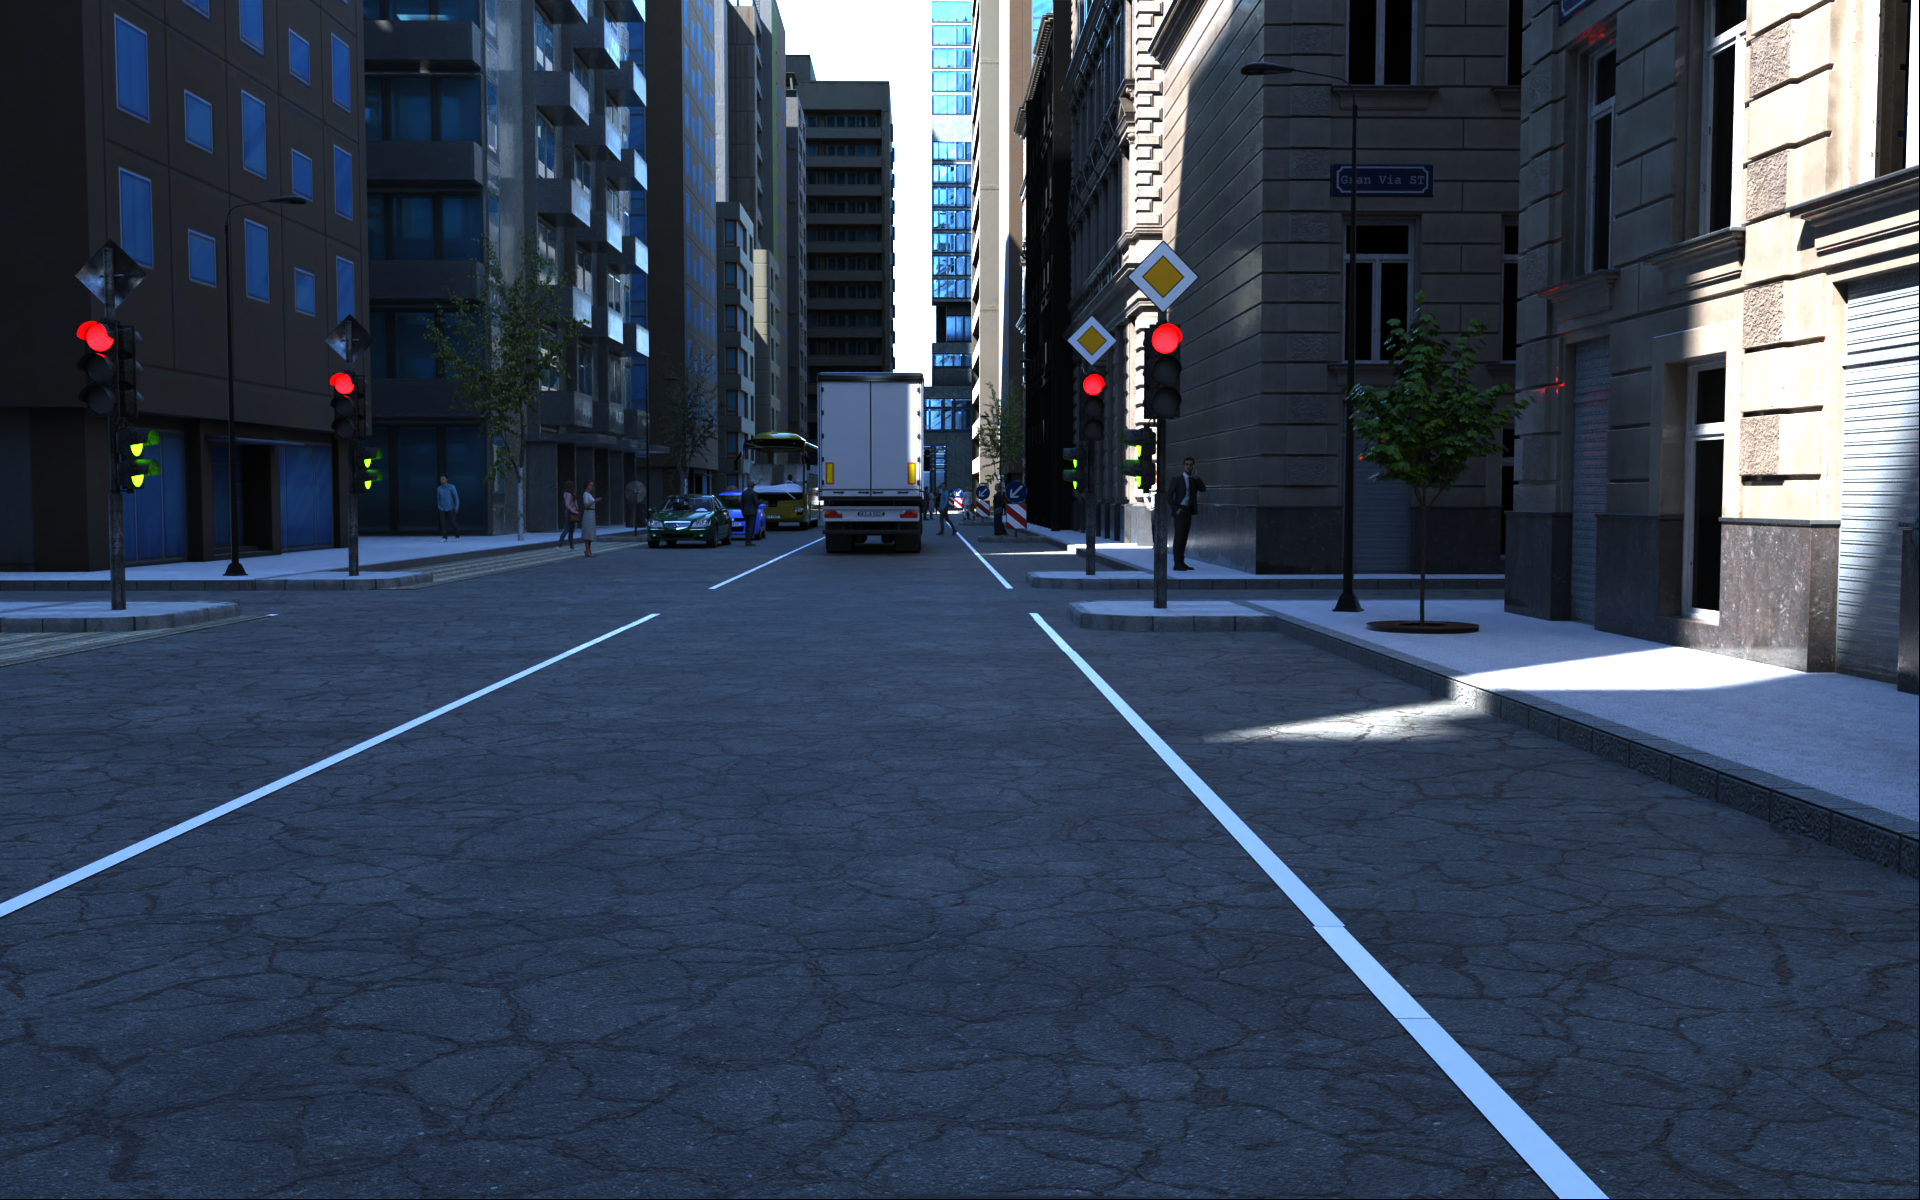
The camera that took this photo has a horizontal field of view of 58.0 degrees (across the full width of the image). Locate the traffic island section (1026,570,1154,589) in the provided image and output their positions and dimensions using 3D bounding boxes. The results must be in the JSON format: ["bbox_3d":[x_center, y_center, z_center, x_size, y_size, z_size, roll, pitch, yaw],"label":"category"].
[{"bbox_3d":[2.093,-0.318,27.484,2.009,0.180,2.903,0,4,-1],"label":"traffic island section"}]

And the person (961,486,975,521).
[{"bbox_3d":[0.437,-5.129,92.240,0.818,1.842,0.514,3,4,37],"label":"person"}]

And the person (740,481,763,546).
[{"bbox_3d":[-5.796,-2.425,48.320,0.661,1.801,0.590,2,4,33],"label":"person"}]

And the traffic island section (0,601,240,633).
[{"bbox_3d":[-9.362,0.186,19.241,2.009,0.180,2.903,0,4,-1],"label":"traffic island section"}]

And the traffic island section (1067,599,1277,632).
[{"bbox_3d":[2.276,0.170,19.501,2.009,0.180,2.903,0,4,-1],"label":"traffic island section"}]

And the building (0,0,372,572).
[{"bbox_3d":[-21.041,-23.459,33.671,14.600,45.320,14.200,0,4,-1],"label":"building"}]

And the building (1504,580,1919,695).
[{"bbox_3d":[11.846,-12.772,6.084,12.463,27.353,25.104,0,4,-1],"label":"building"}]

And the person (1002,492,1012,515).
[{"bbox_3d":[2.726,-5.988,107.213,1.065,1.426,0.557,3,4,37],"label":"person"}]

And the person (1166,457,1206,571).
[{"bbox_3d":[3.823,-1.456,29.215,0.648,1.900,0.474,-3,5,-42],"label":"person"}]

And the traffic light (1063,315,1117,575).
[{"bbox_3d":[2.053,-2.352,27.370,0.839,4.253,0.868,0,4,-1],"label":"traffic light"}]

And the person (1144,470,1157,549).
[{"bbox_3d":[4.656,-2.133,40.760,0.661,1.843,0.795,0,4,6],"label":"person"}]

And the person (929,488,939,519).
[{"bbox_3d":[-1.529,-5.482,98.698,0.524,1.755,0.480,-1,4,-23],"label":"person"}]

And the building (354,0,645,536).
[{"bbox_3d":[-24.073,-27.172,63.875,23.786,49.044,30.456,0,4,-1],"label":"building"}]

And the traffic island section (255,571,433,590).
[{"bbox_3d":[-9.545,-0.302,27.224,2.009,0.180,2.903,0,4,-1],"label":"traffic island section"}]

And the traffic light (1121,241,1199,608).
[{"bbox_3d":[2.236,-1.863,19.387,0.839,4.253,0.868,0,4,-1],"label":"traffic light"}]

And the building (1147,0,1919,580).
[{"bbox_3d":[16.692,-14.396,32.642,25.104,27.353,12.463,0,4,-1],"label":"building"}]

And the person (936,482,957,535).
[{"bbox_3d":[-0.475,-3.169,60.174,0.748,1.841,0.638,0,4,5],"label":"person"}]

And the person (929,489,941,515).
[{"bbox_3d":[-1.577,-6.866,121.282,1.217,1.766,0.721,1,4,21],"label":"person"}]

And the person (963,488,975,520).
[{"bbox_3d":[0.493,-5.326,96.069,0.515,1.767,0.782,-1,4,-18],"label":"person"}]

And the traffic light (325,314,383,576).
[{"bbox_3d":[-9.505,-2.335,27.090,0.839,4.253,0.868,0,4,-1],"label":"traffic light"}]

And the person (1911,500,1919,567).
[{"bbox_3d":[4.526,-0.082,7.368,0.794,1.824,0.713,0,4,-5],"label":"person"}]

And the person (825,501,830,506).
[{"bbox_3d":[-8.762,-6.306,114.829,0.421,1.427,0.697,3,4,37],"label":"person"}]

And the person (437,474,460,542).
[{"bbox_3d":[-13.592,-2.448,46.094,0.660,1.820,0.620,1,4,11],"label":"person"}]

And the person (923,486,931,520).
[{"bbox_3d":[-1.813,-5.289,94.785,0.447,1.846,0.655,1,4,10],"label":"person"}]

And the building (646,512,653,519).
[{"bbox_3d":[-21.084,-27.170,94.336,14.600,45.320,14.200,0,4,-1],"label":"building"}]

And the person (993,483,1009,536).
[{"bbox_3d":[1.248,-2.785,54.453,0.534,1.772,0.576,-1,4,-21],"label":"person"}]

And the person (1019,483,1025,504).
[{"bbox_3d":[3.032,-4.493,79.842,0.601,1.785,0.444,3,5,44],"label":"person"}]

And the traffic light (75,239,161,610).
[{"bbox_3d":[-9.322,-1.846,19.107,0.839,4.253,0.868,0,4,-1],"label":"traffic light"}]

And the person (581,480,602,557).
[{"bbox_3d":[-8.383,-1.862,39.516,0.524,1.755,0.480,0,4,1],"label":"person"}]

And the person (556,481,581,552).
[{"bbox_3d":[-9.688,-2.059,42.759,0.643,1.750,0.593,-1,4,-20],"label":"person"}]
